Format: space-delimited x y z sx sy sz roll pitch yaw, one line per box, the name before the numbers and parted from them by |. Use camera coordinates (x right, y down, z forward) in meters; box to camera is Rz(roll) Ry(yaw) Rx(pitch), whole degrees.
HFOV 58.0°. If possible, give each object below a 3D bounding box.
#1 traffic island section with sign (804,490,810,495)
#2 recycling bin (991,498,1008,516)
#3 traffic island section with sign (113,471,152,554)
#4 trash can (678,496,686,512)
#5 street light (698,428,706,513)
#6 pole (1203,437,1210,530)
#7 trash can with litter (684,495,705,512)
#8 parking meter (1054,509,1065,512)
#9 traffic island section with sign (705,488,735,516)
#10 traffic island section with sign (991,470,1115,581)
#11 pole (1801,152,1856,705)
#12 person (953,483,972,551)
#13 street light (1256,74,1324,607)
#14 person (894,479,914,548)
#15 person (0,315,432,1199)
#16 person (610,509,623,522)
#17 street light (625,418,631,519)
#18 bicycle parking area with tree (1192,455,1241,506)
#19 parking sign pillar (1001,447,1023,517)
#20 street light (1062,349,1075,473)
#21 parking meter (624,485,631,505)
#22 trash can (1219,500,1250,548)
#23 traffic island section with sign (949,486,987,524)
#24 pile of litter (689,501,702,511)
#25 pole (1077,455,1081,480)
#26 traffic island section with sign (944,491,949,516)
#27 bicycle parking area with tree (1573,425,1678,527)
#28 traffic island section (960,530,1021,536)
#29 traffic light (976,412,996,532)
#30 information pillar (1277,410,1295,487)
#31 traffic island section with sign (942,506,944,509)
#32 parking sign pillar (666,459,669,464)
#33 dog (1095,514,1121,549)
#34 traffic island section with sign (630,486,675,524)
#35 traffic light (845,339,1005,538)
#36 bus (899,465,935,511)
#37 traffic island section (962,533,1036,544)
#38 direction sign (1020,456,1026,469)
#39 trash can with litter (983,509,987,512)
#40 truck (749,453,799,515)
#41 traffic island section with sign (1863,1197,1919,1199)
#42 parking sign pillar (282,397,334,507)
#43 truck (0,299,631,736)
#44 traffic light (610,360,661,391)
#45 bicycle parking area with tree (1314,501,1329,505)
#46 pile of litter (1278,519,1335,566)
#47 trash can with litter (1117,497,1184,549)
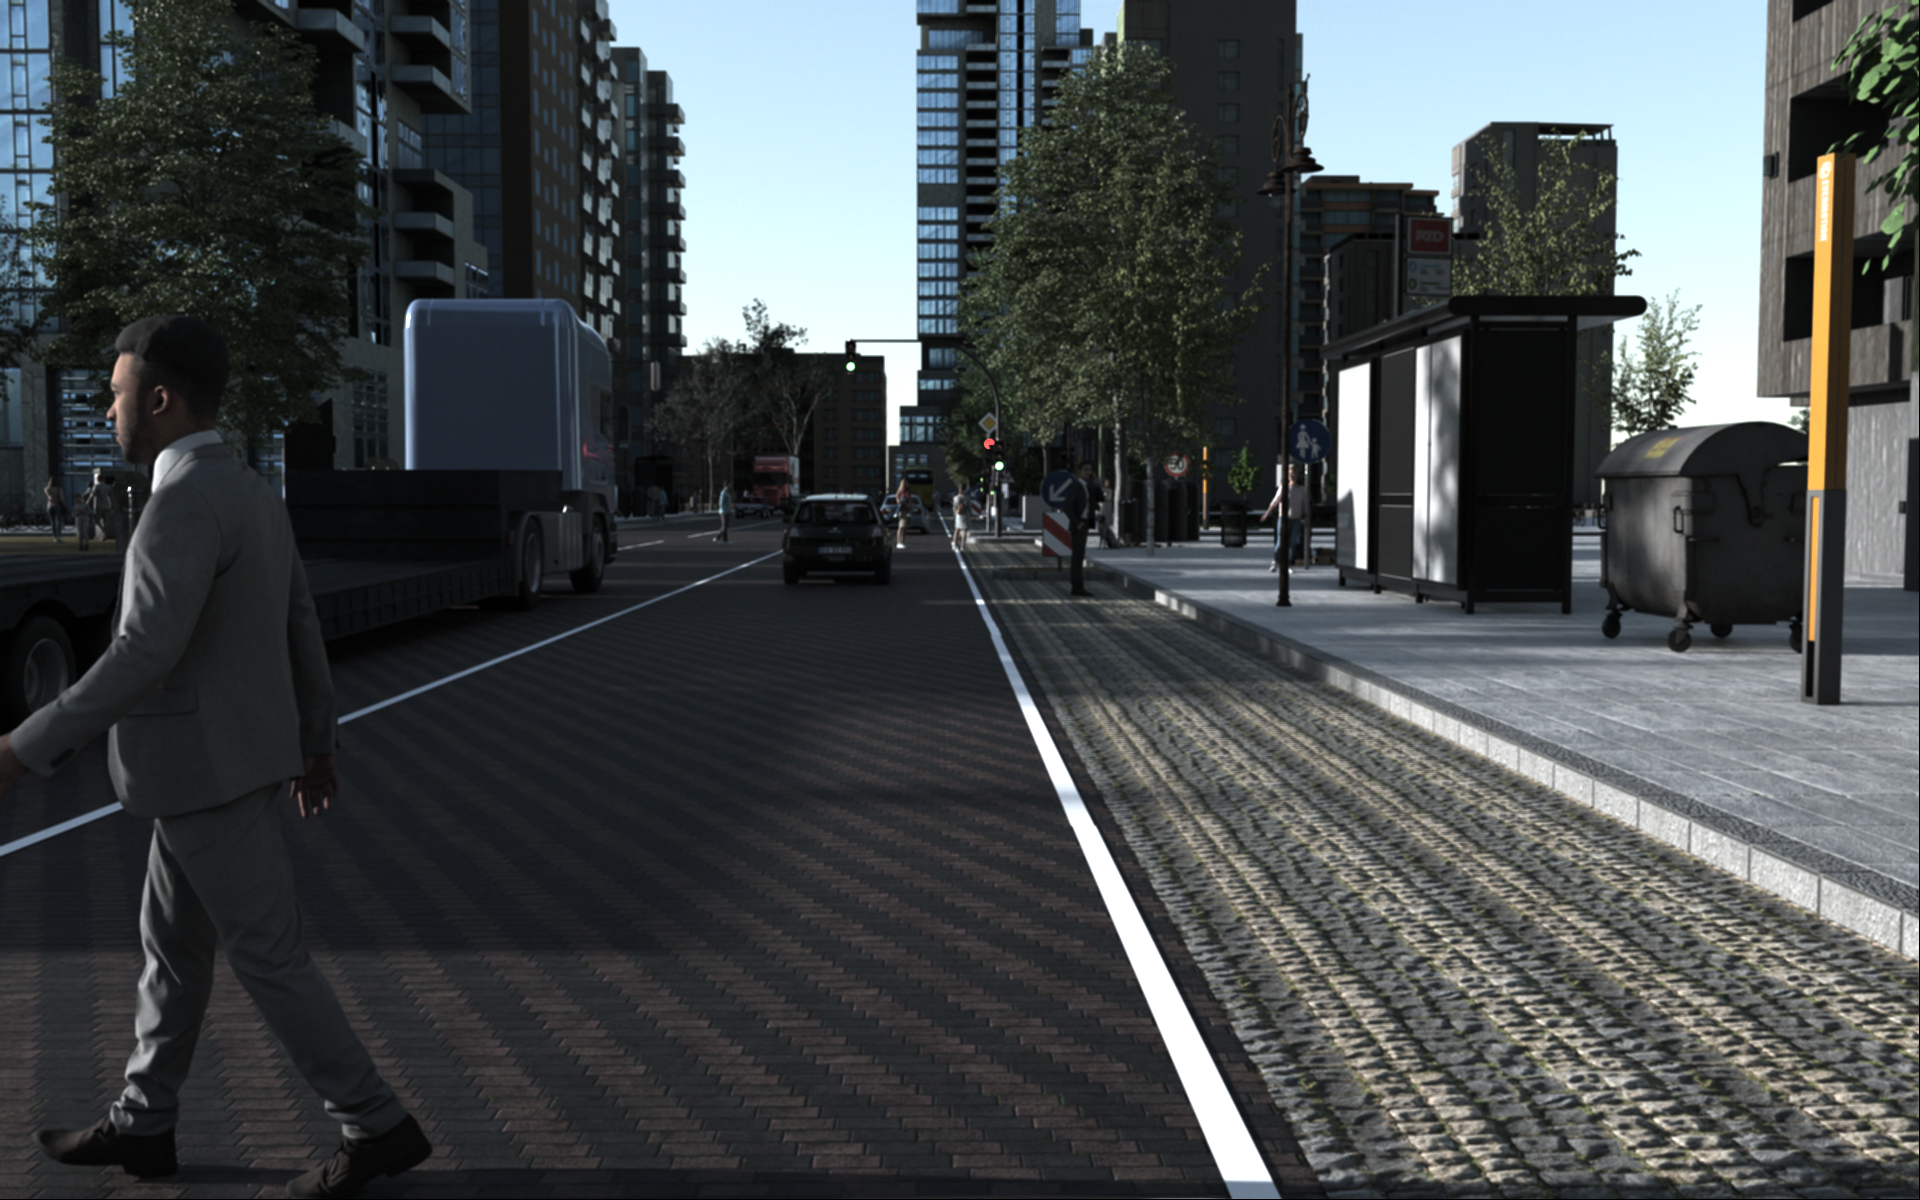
traffic island section with sign | -16.625 -11.025 188.892 1.989 1.847 2.006 0 4 -1
recycling bin | 2.304 -5.398 100.804 0.722 1.027 0.722 3 5 45
traffic island section with sign | -13.869 -1.219 28.557 1.989 1.847 2.006 0 4 -1
trash can | -19.952 -6.859 123.799 0.748 1.137 0.748 0 3 0
street light | -17.726 -8.960 119.278 0.468 5.910 1.993 0 4 -1
pole | 8.773 -4.149 61.675 0.158 3.312 0.155 0 3 0
trash can with litter | -19.574 -7.003 125.564 2.233 1.210 1.678 2 4 28
parking meter | 3.438 -3.283 59.388 0.399 1.863 0.255 -2 4 -31
traffic island section with sign | -15.286 -6.284 111.375 1.989 1.847 2.006 0 4 -1
traffic island section with sign | 1.538 -1.266 29.335 1.989 1.847 2.006 0 4 -1
pole | 5.268 -1.019 10.506 0.158 3.312 0.155 0 3 0
person | 0.054 -2.110 44.000 0.512 1.701 0.522 0 4 5
street light | 3.707 -2.866 19.650 0.468 5.910 1.993 0 4 -1
person | -1.494 -2.310 46.250 0.573 1.828 0.580 -1 4 -18
person | -1.523 0.320 3.542 0.850 1.792 0.678 0 4 -6
person | -9.175 -2.207 45.260 0.731 1.740 0.598 0 4 -6
street light | -17.246 -7.129 89.341 0.468 5.910 1.993 0 4 -1
bicycle parking area with tree | 16.950 -8.706 129.343 9.016 4.147 8.231 1 4 12
parking sign pillar | 3.101 -6.714 98.244 1.447 3.967 1.447 0 4 8
street light | 3.179 -4.747 50.394 0.468 5.910 1.993 0 4 -1
parking meter | -21.066 -6.362 109.722 0.399 1.863 0.255 2 4 31
trash can | 6.585 -1.833 41.621 0.748 1.137 0.748 0 3 0
traffic island section with sign | 0.590 -4.633 84.384 1.989 1.847 2.006 0 4 -1
pile of litter | -19.738 -7.044 129.129 1.176 0.858 1.719 0 4 3
pole | 6.195 -5.908 90.439 0.158 3.312 0.155 0 3 0
traffic island section with sign | 0.134 -6.282 111.335 1.989 1.847 2.006 0 4 -1
bicycle parking area with tree | 27.085 -5.184 71.768 8.231 4.147 9.016 0 4 2
traffic island section | 1.018 -2.261 59.247 2.009 0.180 2.903 0 4 -1
traffic light | 0.978 -4.294 59.133 0.839 4.253 0.868 0 4 -1
information pillar | 9.078 -3.480 48.254 0.504 3.616 0.183 2 4 27
traffic island section with sign | -0.721 -9.343 161.386 1.989 1.847 2.006 0 4 -1
parking sign pillar | -20.363 -8.027 119.712 1.447 3.967 1.447 0 4 -4
dog | 3.540 -1.582 40.245 0.800 0.831 0.513 1 4 11
traffic island section with sign | -14.825 -4.593 83.721 1.989 1.847 2.006 0 4 -1
traffic light | -0.975 -4.667 50.972 4.771 5.953 1.251 0 4 -1
bus | -3.619 -9.531 147.373 2.896 3.916 12.252 0 4 -3
traffic island section | 1.155 -1.773 51.263 2.009 0.180 2.903 0 4 -1
direction sign | 3.990 -6.741 102.212 0.876 3.537 0.379 0 4 -1
trash can with litter | 2.417 -7.011 125.689 1.678 1.210 2.233 -1 4 -19
truck | -12.721 -8.005 119.800 2.839 4.237 11.283 0 4 -1
traffic island section with sign | 1.998 0.398 2.126 1.989 1.847 2.006 0 4 -1
parking sign pillar | -18.070 -3.641 48.009 1.447 3.967 1.447 -2 4 -30
truck | -6.414 -1.735 18.134 2.967 4.110 18.799 0 4 -1
traffic light | -12.590 -5.153 58.921 4.771 5.953 1.251 0 4 -1
bicycle parking area with tree | 28.695 -8.790 130.723 8.231 4.147 9.016 1 4 10
pile of litter | 6.428 -1.075 31.548 1.719 0.858 1.176 -2 4 -31
trash can with litter | 4.470 -1.878 41.763 2.233 1.210 1.678 -1 4 -16
